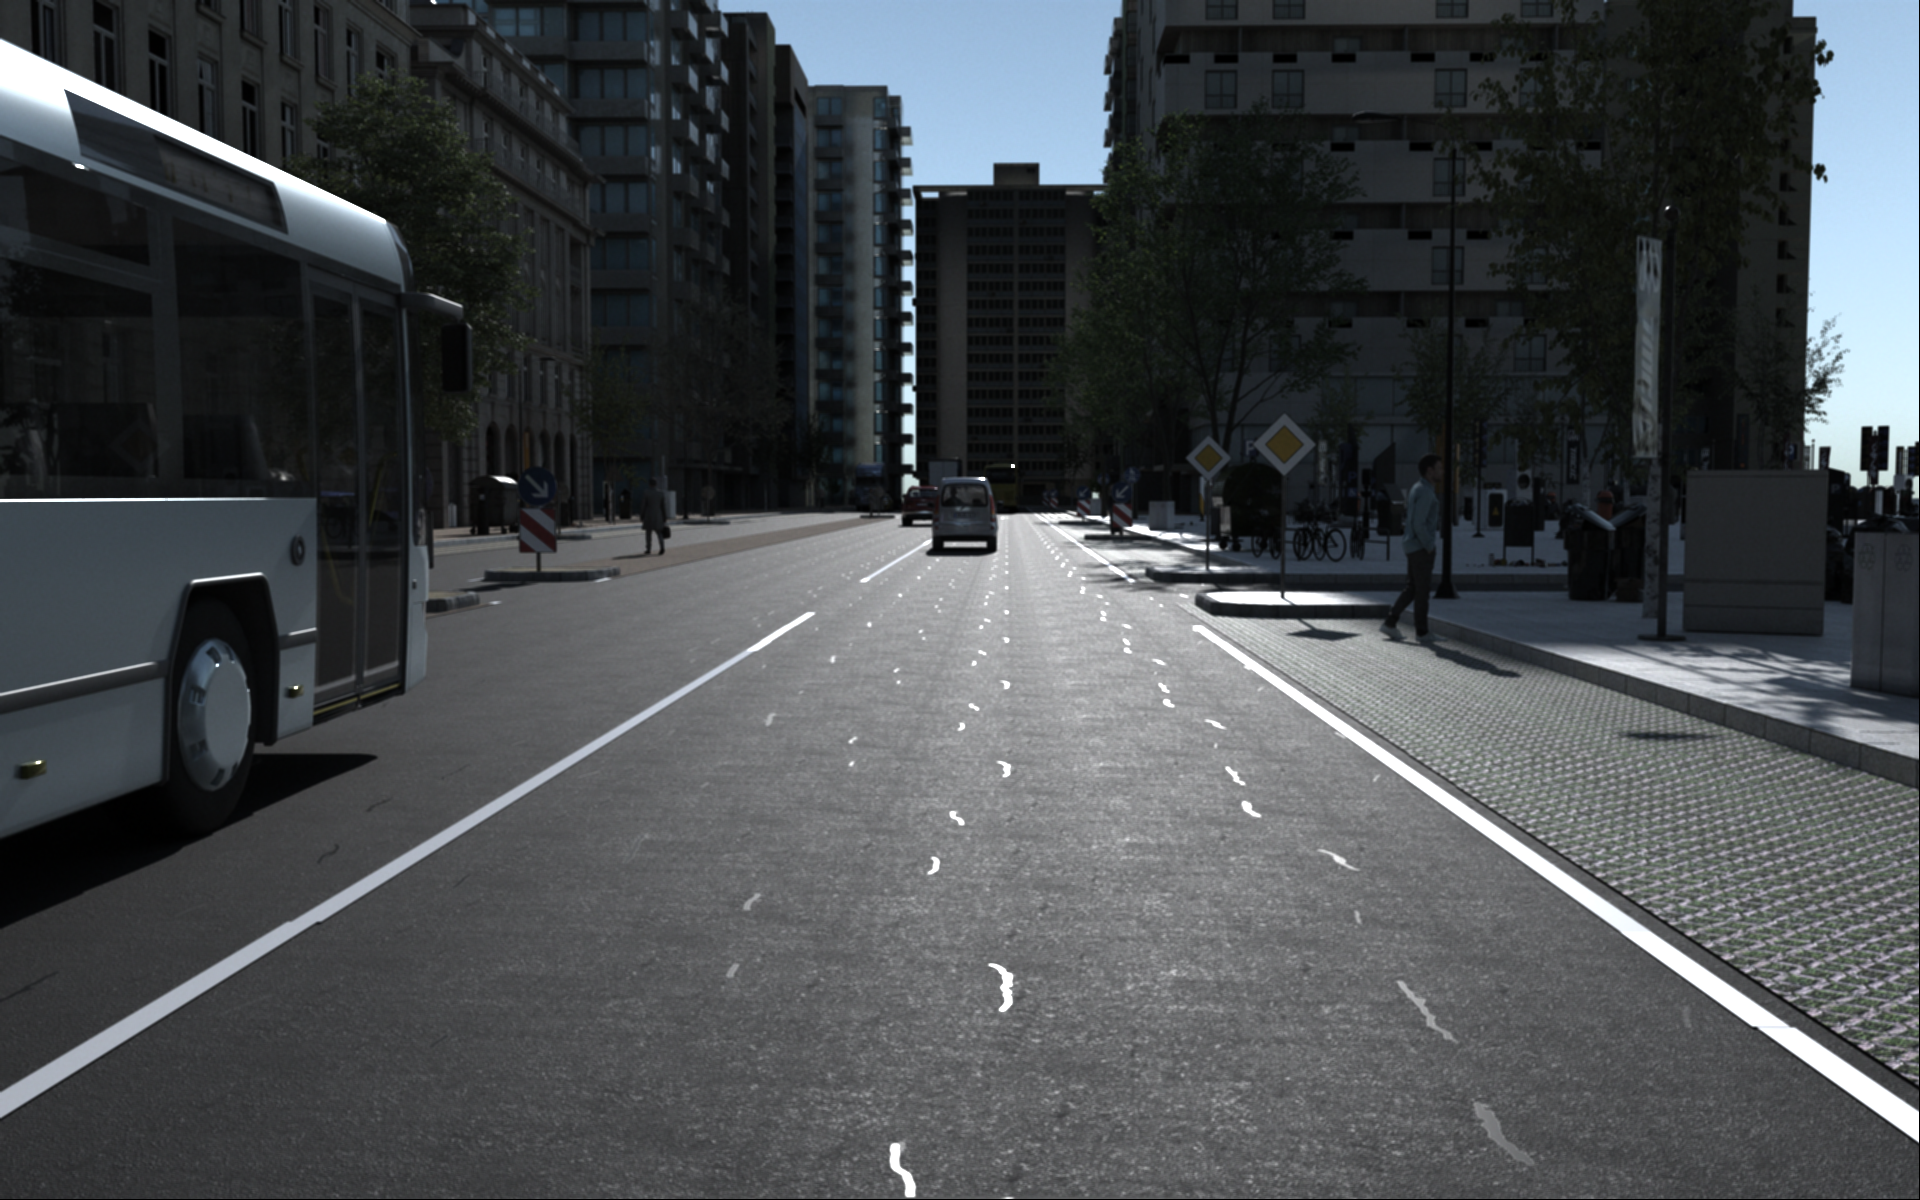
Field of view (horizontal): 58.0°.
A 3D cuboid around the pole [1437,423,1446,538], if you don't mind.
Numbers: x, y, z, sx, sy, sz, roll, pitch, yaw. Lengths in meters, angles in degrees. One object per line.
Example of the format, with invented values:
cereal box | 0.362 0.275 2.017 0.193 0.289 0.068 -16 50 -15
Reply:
pole | 13.986 -3.438 50.053 0.158 3.312 0.155 0 3 0

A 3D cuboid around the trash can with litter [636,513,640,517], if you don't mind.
trash can with litter | -17.166 -5.150 95.253 1.678 1.210 2.233 -3 5 -42

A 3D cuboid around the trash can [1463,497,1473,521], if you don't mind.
trash can | 24.650 -4.398 83.567 0.748 1.137 0.748 0 3 0

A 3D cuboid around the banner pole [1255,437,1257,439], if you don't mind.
banner pole | 12.888 -5.254 75.917 0.401 3.779 0.863 -1 4 -8

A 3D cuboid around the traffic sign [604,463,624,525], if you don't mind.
traffic sign | -14.413 -4.413 72.156 0.884 2.594 0.081 0 4 3

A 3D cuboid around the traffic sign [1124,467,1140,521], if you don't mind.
traffic sign | 8.066 -4.959 81.181 0.768 2.556 0.104 0 4 7

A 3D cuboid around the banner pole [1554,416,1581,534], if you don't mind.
banner pole | 19.580 -4.019 55.733 0.863 3.779 0.401 -1 4 -10

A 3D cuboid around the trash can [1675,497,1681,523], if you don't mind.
trash can | 31.916 -4.037 77.652 0.748 1.137 0.748 0 3 0

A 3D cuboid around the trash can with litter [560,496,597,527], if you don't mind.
trash can with litter | -15.415 -3.537 68.891 1.678 1.210 2.233 -1 4 -20

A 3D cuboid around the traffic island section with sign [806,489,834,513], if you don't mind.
traffic island section with sign | -10.584 -7.526 131.685 1.989 1.847 2.006 0 4 2

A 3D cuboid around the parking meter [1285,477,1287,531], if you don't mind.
parking meter | 11.007 -3.287 59.453 0.399 1.863 0.255 1 4 12

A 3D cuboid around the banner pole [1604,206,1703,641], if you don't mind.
banner pole | 6.016 -1.528 15.006 0.863 3.779 0.401 -3 5 -42

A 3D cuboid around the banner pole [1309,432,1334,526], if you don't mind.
banner pole | 14.508 -4.888 69.944 0.863 3.779 0.401 -2 4 -31

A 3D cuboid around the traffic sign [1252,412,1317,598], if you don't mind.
traffic sign | 3.972 -1.079 21.283 0.795 2.450 0.064 0 4 2

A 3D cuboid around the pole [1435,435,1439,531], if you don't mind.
pole | 16.638 -4.065 60.303 0.158 3.312 0.155 0 3 0

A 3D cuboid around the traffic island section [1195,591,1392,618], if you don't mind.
traffic island section | 3.996 0.056 21.360 2.009 0.180 2.903 0 4 2

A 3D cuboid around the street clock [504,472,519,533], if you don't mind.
street clock | -14.896 -3.244 57.608 0.471 2.002 0.358 -2 4 -32

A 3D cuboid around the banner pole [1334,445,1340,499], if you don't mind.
banner pole | 19.197 -6.023 88.499 0.401 3.779 0.863 -2 4 -28

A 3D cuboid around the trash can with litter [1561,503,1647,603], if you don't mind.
trash can with litter | 7.831 -0.580 20.862 1.055 1.170 0.624 3 5 39

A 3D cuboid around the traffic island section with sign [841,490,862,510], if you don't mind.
traffic island section with sign | -9.840 -9.210 159.204 1.989 1.847 2.006 0 4 2

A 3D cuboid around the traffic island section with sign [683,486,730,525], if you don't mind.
traffic island section with sign | -11.928 -4.480 81.883 1.989 1.847 2.006 0 4 2

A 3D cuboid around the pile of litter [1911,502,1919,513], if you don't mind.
pile of litter | 52.143 -4.908 94.217 1.176 0.858 1.719 1 4 11

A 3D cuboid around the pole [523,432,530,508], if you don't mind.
pole | -14.327 -3.881 57.301 0.158 3.312 0.155 0 3 0

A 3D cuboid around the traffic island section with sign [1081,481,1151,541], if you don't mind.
traffic island section with sign | 4.887 -2.771 53.931 1.989 1.847 2.006 0 4 2

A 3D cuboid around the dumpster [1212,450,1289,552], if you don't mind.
dumpster | 6.565 -2.242 39.156 1.502 2.255 1.985 0 4 1

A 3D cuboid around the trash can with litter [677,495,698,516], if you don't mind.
trash can with litter | -16.353 -5.651 103.458 1.678 1.210 2.233 -1 4 -9

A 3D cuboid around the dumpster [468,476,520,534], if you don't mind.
dumpster | -15.030 -3.066 55.889 1.264 1.857 1.865 0 4 2

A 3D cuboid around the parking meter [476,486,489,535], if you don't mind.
parking meter | -15.038 -2.824 54.577 0.372 1.533 0.369 0 3 0

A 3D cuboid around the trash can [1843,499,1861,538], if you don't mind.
trash can | 25.762 -2.367 50.362 0.748 1.137 0.748 0 3 0

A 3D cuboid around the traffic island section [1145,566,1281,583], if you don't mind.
traffic island section | 4.212 -0.432 29.342 2.009 0.180 2.903 0 4 2

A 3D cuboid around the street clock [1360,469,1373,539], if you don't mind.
street clock | 11.555 -2.734 49.266 0.358 2.002 0.471 1 4 18

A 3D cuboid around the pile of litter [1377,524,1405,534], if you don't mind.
pile of litter | 14.023 -2.544 55.552 1.719 0.858 1.176 -3 4 -39

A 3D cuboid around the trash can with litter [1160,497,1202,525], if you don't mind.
trash can with litter | 8.875 -3.674 71.135 2.233 1.210 1.678 0 4 -3

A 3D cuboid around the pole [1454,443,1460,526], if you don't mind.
pole | 19.898 -4.623 69.423 0.158 3.312 0.155 0 3 0

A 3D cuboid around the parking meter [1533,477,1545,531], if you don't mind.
parking meter | 20.140 -3.335 60.234 0.399 1.863 0.255 -2 4 -35

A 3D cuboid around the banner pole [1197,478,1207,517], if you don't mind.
banner pole | 13.686 -6.564 97.335 0.863 3.779 0.401 -2 4 -35

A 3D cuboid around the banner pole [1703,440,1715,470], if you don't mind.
banner pole | 34.455 -5.491 79.799 0.401 3.779 0.863 -2 4 -30

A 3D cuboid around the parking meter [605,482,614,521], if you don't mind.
parking meter | -16.465 -4.628 81.380 0.255 1.863 0.399 3 4 38

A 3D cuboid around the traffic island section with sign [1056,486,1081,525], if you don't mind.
traffic island section with sign | 5.634 -4.430 81.050 1.989 1.847 2.006 0 4 2

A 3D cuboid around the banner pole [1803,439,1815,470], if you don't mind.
banner pole | 38.737 -5.446 79.060 0.863 3.779 0.401 -2 4 -25

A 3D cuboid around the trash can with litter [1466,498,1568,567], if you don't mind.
trash can with litter | 10.257 -1.198 30.650 2.233 1.210 1.678 2 4 34

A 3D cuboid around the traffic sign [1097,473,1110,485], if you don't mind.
traffic sign | 8.581 -6.327 103.547 0.768 2.556 0.104 1 4 9

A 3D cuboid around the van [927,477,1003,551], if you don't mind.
van | 0.129 -2.328 45.080 2.013 2.044 4.112 0 4 0

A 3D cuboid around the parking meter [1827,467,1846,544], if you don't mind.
parking meter | 19.035 -1.953 37.650 0.399 1.863 0.255 2 4 28

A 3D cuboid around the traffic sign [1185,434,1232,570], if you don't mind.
traffic sign | 4.189 -1.567 29.265 0.795 2.450 0.064 0 4 2

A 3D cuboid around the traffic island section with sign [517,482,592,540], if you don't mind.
traffic island section with sign | -12.680 -2.800 54.415 1.989 1.847 2.006 0 4 2
